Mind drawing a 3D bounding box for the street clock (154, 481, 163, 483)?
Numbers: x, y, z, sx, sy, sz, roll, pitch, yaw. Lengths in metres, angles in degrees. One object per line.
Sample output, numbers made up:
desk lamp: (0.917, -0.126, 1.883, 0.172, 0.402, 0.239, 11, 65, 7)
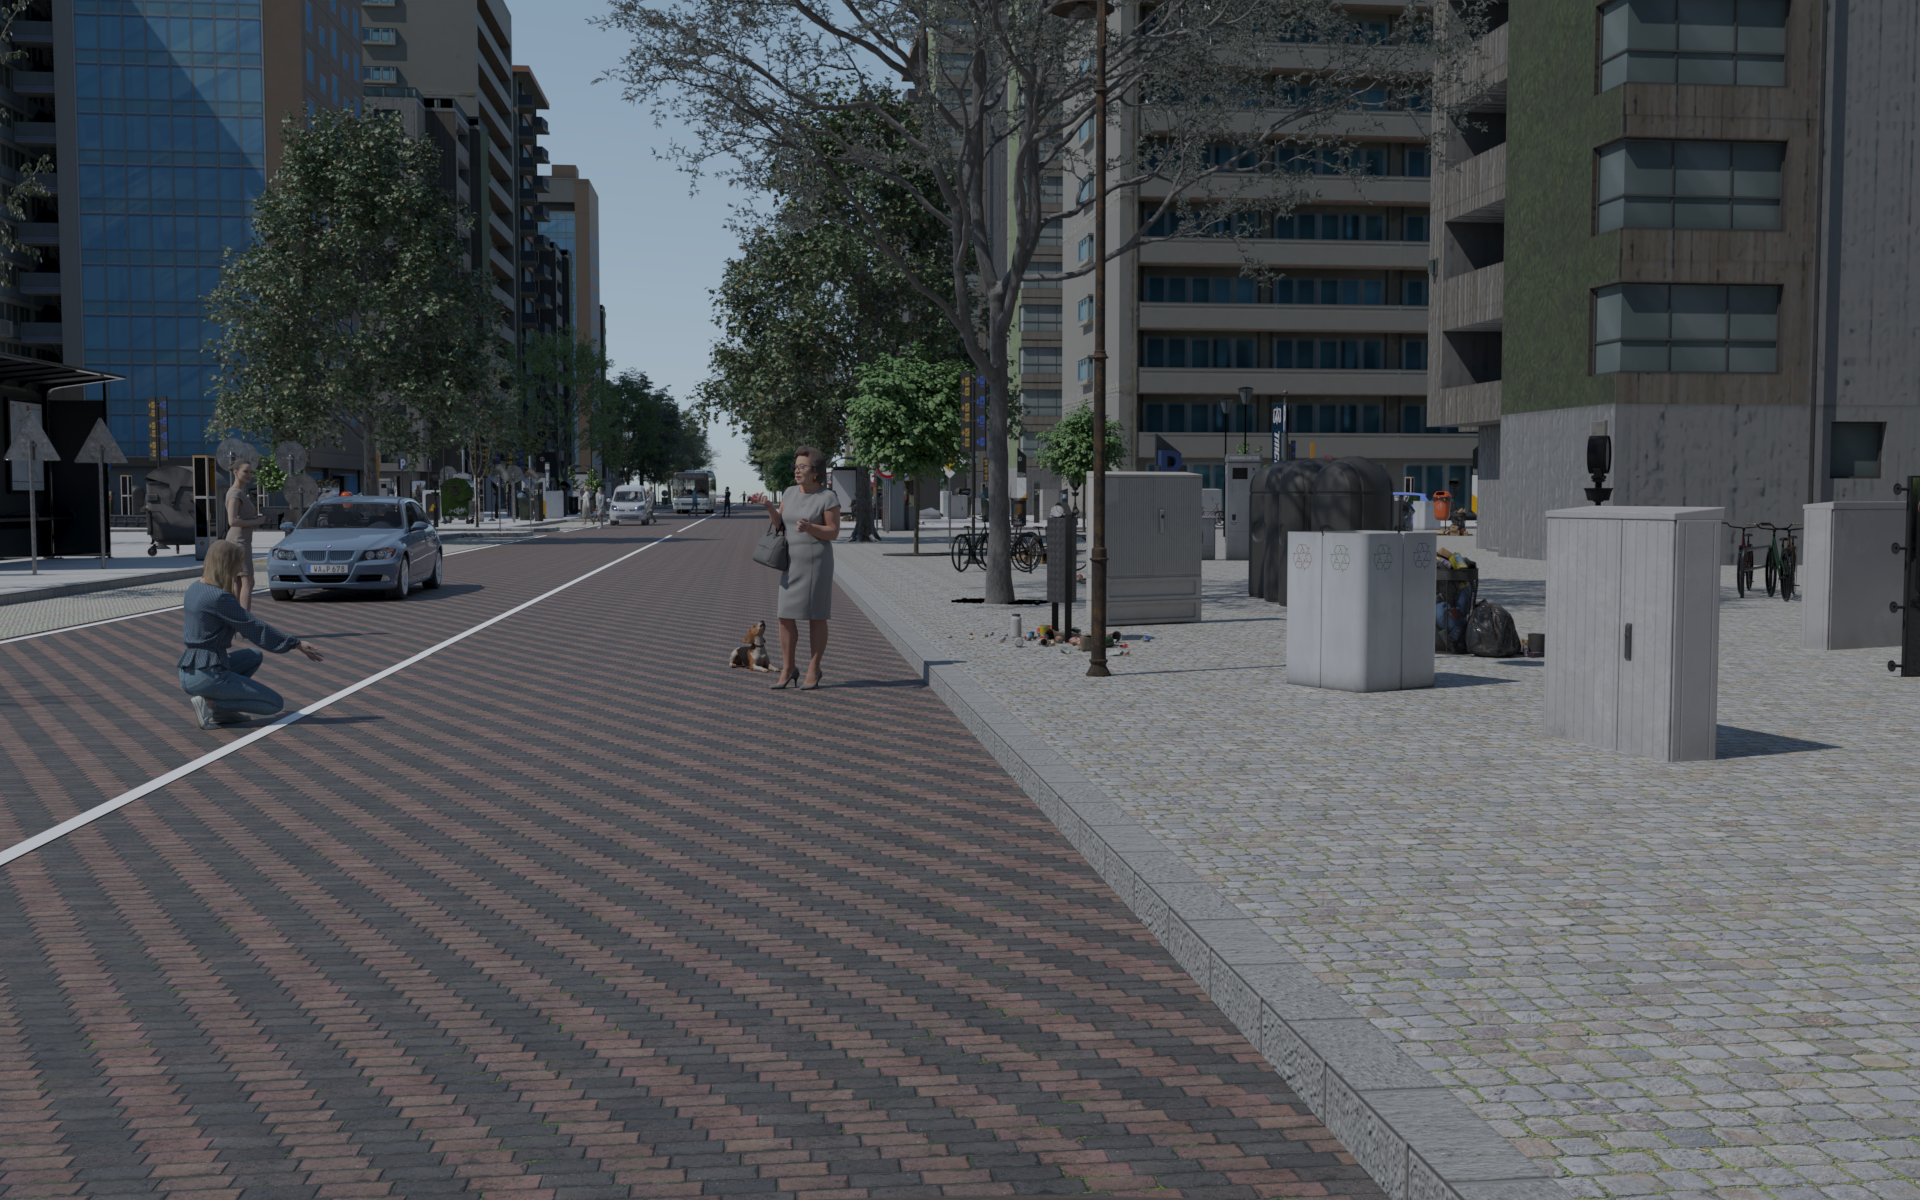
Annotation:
street clock: (-31.957, -3.958, 69.279, 0.358, 2.002, 0.471, 1, 4, 16)

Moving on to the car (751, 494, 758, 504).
car: (-28.497, -14.343, 243.552, 2.155, 1.783, 4.494, 0, 4, -7)

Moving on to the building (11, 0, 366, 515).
building: (-41.251, -27.185, 94.582, 14.600, 45.320, 14.200, 0, 4, -7)

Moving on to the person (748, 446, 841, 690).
person: (-1.242, -0.233, 12.665, 0.716, 1.782, 0.532, 2, 4, 29)

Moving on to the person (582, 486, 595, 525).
person: (-17.177, -4.357, 79.967, 0.641, 1.798, 0.478, 0, 4, 7)

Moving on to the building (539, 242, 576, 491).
building: (-51.393, -25.928, 195.620, 14.160, 30.474, 14.107, 0, 4, -7)

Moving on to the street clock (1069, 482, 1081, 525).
street clock: (4.720, -4.059, 70.939, 0.471, 2.002, 0.358, -2, 4, -25)

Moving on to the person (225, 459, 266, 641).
person: (-7.048, -0.505, 17.096, 0.374, 1.781, 0.599, -1, 4, -18)

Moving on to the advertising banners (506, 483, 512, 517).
advertising banners: (-25.424, -6.213, 97.777, 0.090, 3.025, 2.074, -1, 4, -23)

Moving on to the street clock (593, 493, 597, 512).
street clock: (-26.443, -7.386, 125.328, 0.471, 2.002, 0.358, 2, 4, 29)

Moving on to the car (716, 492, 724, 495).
car: (-33.571, -14.245, 242.692, 2.009, 1.686, 4.222, 0, 4, -7)

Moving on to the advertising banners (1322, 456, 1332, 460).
advertising banners: (17.288, -5.023, 78.309, 2.074, 3.025, 0.090, 3, 4, 38)

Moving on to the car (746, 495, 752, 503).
car: (-35.243, -17.202, 293.829, 1.945, 1.354, 3.894, -1, 4, -9)

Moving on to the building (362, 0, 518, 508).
building: (-50.410, -32.074, 148.119, 21.300, 48.544, 21.600, 0, 4, -7)

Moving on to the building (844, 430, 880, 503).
building: (-3.371, -25.714, 265.456, 27.650, 21.520, 28.899, 0, 4, -7)

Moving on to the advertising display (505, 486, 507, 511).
advertising display: (-31.824, -7.173, 122.487, 0.123, 1.923, 0.974, 2, 4, 26)

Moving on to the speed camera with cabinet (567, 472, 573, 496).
speed camera with cabinet: (-25.964, -7.164, 111.459, 2.038, 3.252, 0.660, 0, 4, -4)

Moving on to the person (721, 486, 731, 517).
person: (-14.487, -6.090, 107.436, 0.648, 1.900, 0.474, 3, 5, 45)

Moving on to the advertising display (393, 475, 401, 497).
advertising display: (-18.723, -3.206, 57.624, 0.123, 1.923, 0.974, -2, 4, -24)

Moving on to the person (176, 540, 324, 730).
person: (-4.545, 0.193, 10.840, 0.738, 1.151, 1.012, -3, 5, -42)

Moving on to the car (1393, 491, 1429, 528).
car: (16.379, -3.484, 66.547, 3.694, 1.707, 1.945, 0, 4, -7)

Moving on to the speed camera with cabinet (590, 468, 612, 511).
speed camera with cabinet: (-27.022, -8.282, 129.750, 2.038, 3.252, 0.660, 2, 4, 35)

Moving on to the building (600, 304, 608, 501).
building: (-59.316, -29.449, 253.196, 14.160, 30.474, 14.107, 0, 4, -7)

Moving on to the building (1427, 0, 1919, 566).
building: (17.762, -16.256, 37.482, 14.160, 30.474, 14.107, 0, 4, -7)

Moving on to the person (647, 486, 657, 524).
person: (-15.019, -4.607, 83.922, 0.767, 1.812, 0.694, -2, 4, -29)

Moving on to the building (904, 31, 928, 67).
building: (5.894, -31.222, 165.102, 22.147, 44.769, 28.867, 0, 4, -7)

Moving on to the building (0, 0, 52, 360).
building: (-60.115, -24.199, 87.535, 23.993, 40.220, 32.217, 0, 4, -7)

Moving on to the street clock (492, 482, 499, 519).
street clock: (-24.336, -5.281, 90.909, 0.471, 2.002, 0.358, -1, 4, -12)

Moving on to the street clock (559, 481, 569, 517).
street clock: (-21.884, -5.577, 95.761, 0.471, 2.002, 0.358, -1, 4, -20)

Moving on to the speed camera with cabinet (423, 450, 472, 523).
speed camera with cabinet: (-22.763, -5.047, 76.862, 2.038, 3.252, 0.660, 0, 4, -2)

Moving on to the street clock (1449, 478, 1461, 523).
street clock: (21.999, -4.433, 77.050, 0.471, 2.002, 0.358, 3, 5, 41)

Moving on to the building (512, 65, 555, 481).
building: (-52.988, -31.730, 173.403, 22.147, 44.769, 28.867, 0, 4, -7)

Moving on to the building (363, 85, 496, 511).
building: (-42.229, -21.673, 126.050, 14.160, 30.474, 14.107, 0, 4, -7)

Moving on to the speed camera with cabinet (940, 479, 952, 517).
speed camera with cabinet: (-1.036, -6.377, 98.601, 0.660, 3.252, 2.038, -1, 4, -19)

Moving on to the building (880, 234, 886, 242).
building: (1.588, -33.003, 194.226, 22.147, 44.769, 28.867, 0, 4, -7)

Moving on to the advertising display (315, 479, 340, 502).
advertising display: (-26.699, -4.157, 73.175, 0.974, 1.923, 0.123, -2, 4, -29)

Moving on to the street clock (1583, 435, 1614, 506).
street clock: (7.902, -1.033, 21.455, 0.358, 2.002, 0.471, 2, 4, 29)

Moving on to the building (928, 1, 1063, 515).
building: (4.421, -27.420, 131.909, 14.154, 41.232, 14.086, 0, 4, -7)

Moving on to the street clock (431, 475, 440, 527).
street clock: (-20.167, -3.794, 66.601, 0.358, 2.002, 0.471, -1, 4, -21)

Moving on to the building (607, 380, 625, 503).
building: (-68.259, -26.253, 274.269, 27.650, 21.520, 28.899, 0, 4, -7)

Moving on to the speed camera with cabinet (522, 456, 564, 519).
speed camera with cabinet: (-21.769, -5.872, 90.340, 2.038, 3.252, 0.660, -2, 4, -28)

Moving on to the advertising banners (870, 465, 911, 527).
advertising banners: (-2.823, -4.357, 67.429, 2.074, 3.025, 0.090, 2, 4, 28)

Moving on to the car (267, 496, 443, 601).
car: (-8.594, -0.790, 24.911, 2.014, 1.417, 4.499, 0, 4, -7)

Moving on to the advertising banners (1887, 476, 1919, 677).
advertising banners: (7.545, -0.979, 12.189, 2.074, 3.025, 0.090, -1, 4, -8)

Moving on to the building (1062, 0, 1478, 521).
building: (16.544, -28.572, 90.859, 21.600, 48.544, 21.300, 0, 4, -7)

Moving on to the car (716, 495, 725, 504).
car: (-31.858, -13.319, 230.124, 2.083, 1.381, 4.827, 0, 4, -6)

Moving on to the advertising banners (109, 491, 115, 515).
advertising banners: (-38.645, -5.004, 78.005, 2.074, 3.025, 0.090, 3, 4, 36)

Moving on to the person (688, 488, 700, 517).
person: (-16.928, -6.225, 110.148, 0.748, 1.841, 0.638, 0, 4, 7)

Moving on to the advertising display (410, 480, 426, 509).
advertising display: (-24.943, -4.559, 79.751, 0.123, 1.923, 0.974, 2, 4, 25)

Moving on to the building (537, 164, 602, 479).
building: (-57.233, -36.003, 238.763, 14.600, 45.320, 14.200, 0, 4, -7)
